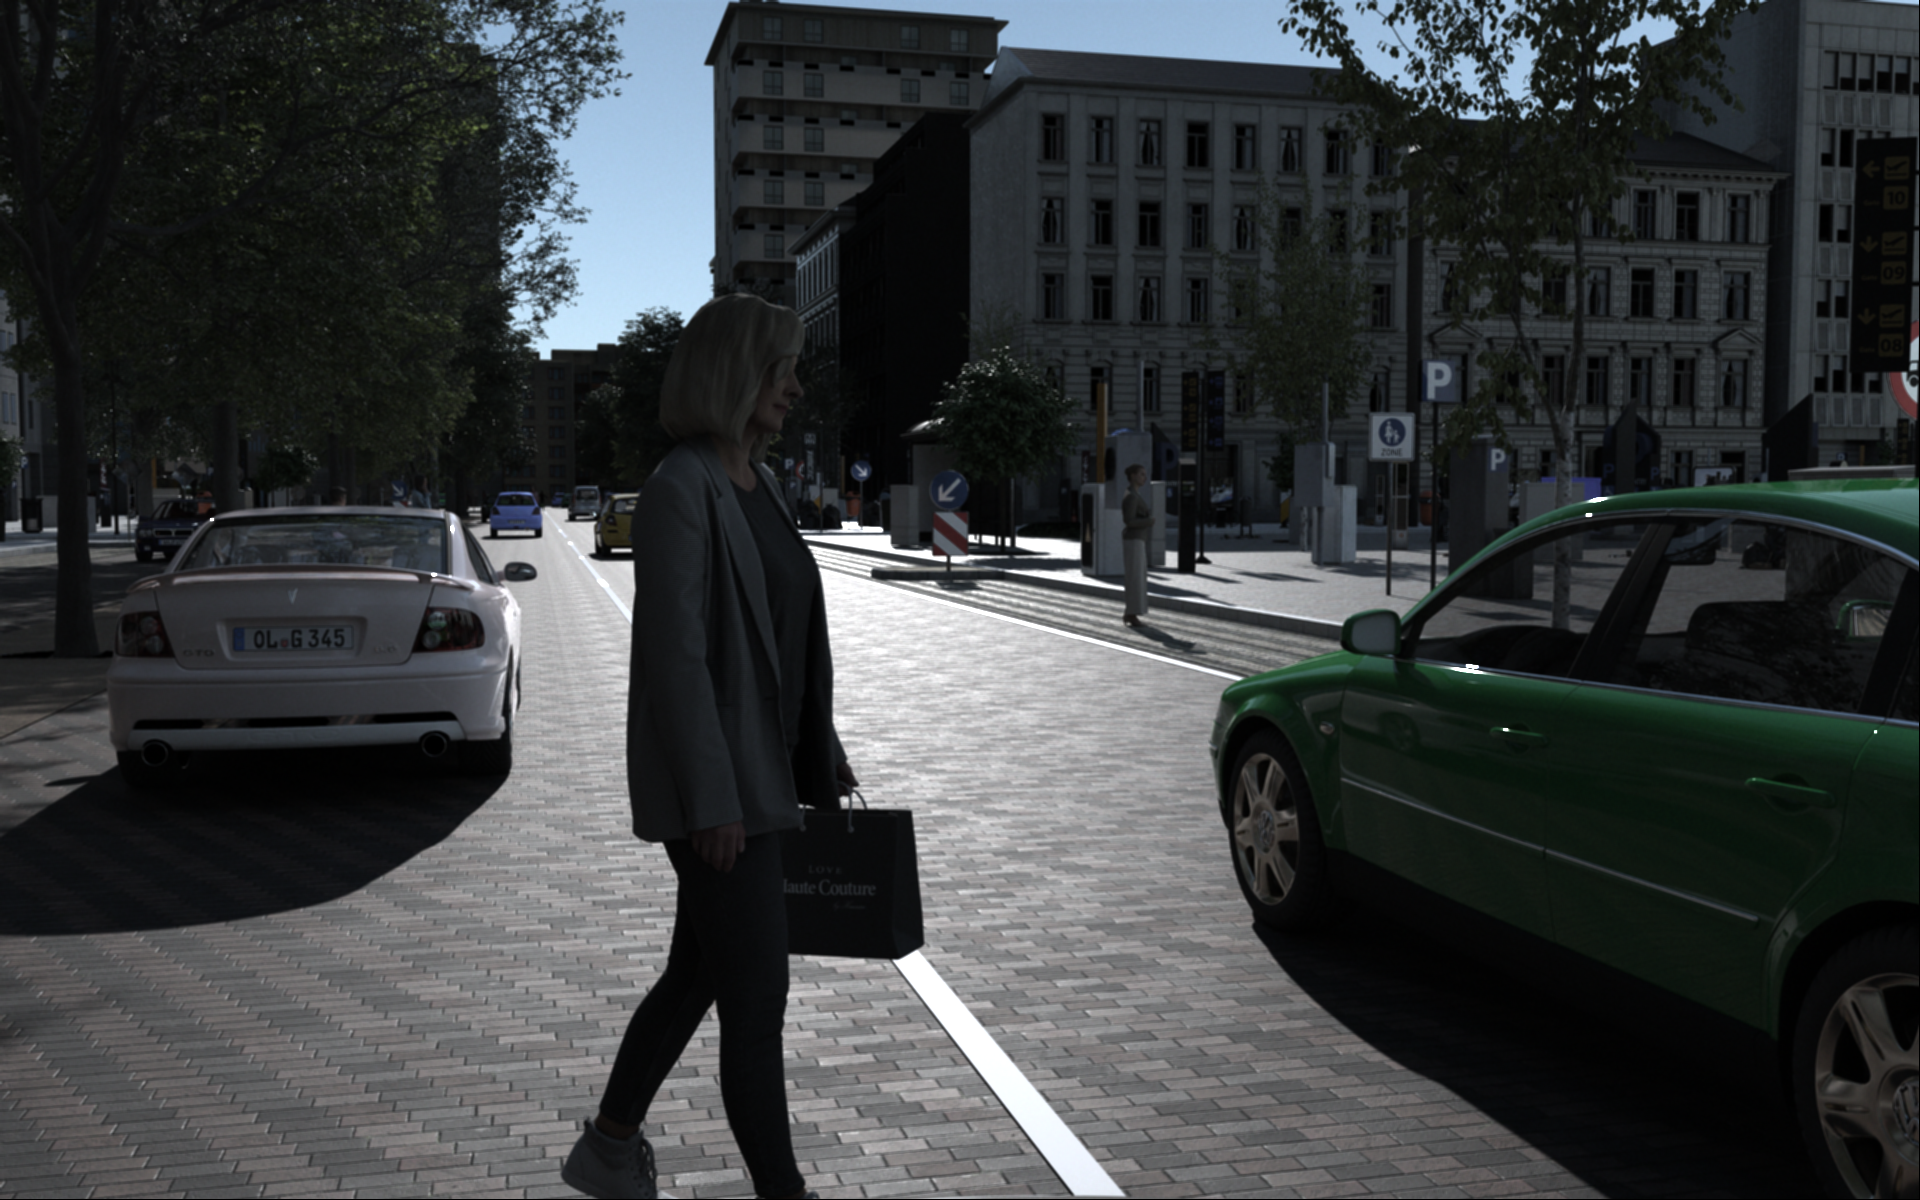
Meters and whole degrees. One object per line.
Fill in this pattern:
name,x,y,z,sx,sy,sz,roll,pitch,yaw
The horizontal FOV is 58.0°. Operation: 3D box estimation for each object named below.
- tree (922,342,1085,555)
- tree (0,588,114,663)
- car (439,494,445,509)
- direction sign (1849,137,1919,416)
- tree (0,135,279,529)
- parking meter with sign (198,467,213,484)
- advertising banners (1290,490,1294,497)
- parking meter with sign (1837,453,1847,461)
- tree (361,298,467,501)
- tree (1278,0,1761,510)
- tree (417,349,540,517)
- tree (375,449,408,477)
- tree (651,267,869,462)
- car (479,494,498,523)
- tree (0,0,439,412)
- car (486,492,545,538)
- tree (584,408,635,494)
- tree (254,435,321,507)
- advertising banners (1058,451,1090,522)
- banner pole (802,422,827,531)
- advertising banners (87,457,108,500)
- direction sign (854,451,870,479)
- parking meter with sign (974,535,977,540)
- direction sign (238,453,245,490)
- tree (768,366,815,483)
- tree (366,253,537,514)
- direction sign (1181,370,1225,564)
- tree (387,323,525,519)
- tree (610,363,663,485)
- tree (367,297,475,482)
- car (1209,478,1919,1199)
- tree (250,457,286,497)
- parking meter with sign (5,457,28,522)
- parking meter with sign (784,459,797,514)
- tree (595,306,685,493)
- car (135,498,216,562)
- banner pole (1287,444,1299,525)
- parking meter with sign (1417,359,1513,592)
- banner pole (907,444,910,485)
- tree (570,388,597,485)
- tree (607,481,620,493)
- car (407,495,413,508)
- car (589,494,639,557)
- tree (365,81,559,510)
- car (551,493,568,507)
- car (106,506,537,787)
tree,0.853,-3.269,37.157,4.285,4.588,4.351,0,3,0
tree,-7.672,-6.226,14.627,12.009,13.543,11.850,0,3,0
car,-44.321,-8.513,147.980,1.959,1.807,4.718,-1,4,-14
direction sign,6.151,-1.166,11.062,0.876,3.537,0.379,1,4,12
tree,-29.210,-9.504,62.054,9.857,13.997,8.962,0,3,0
parking meter with sign,-48.886,-7.076,111.945,0.543,3.016,1.738,1,4,12
advertising banners,12.296,-4.134,63.778,0.090,3.025,2.074,2,4,25
parking meter with sign,38.058,-4.718,73.394,1.738,3.016,0.543,-1,4,-12
tree,-18.587,-6.422,57.825,4.737,8.622,4.395,0,3,0
tree,5.183,-3.977,15.392,4.737,8.622,4.395,0,3,0
tree,-31.263,-11.562,108.509,9.611,12.733,9.660,0,3,0
tree,-59.857,-15.363,185.591,8.767,10.594,7.601,2,4,26
tree,-7.934,-8.342,70.801,8.767,10.594,7.601,-1,4,-16
car,-23.608,-4.823,88.645,2.009,1.686,4.222,-1,4,-14
tree,-10.386,-6.332,24.111,7.486,12.596,7.792,0,3,0
car,-14.972,-2.985,58.389,1.945,1.707,3.694,-1,4,-15
tree,-33.526,-14.544,172.199,8.767,10.594,7.601,1,4,22
tree,-36.429,-6.732,93.780,4.285,4.588,4.351,0,3,0
advertising banners,4.649,-4.545,70.499,0.090,3.025,2.074,-2,4,-33
banner pole,-5.031,-4.279,59.985,0.863,3.779,0.401,-1,4,-18
advertising banners,-40.420,-5.161,80.572,0.090,3.025,2.074,1,4,20
direction sign,-5.218,-6.117,92.006,0.876,3.537,0.379,-2,4,-25
parking meter with sign,-0.377,-3.186,48.345,1.738,3.016,0.543,-1,4,-9
direction sign,-39.294,-6.285,94.763,0.379,3.537,0.876,-3,5,-42
tree,-9.336,-7.789,77.717,4.360,8.622,3.978,0,3,0
tree,-26.279,-10.990,88.802,9.857,13.997,8.962,0,3,0
direction sign,4.477,-2.446,31.982,0.876,3.537,0.379,3,4,36
tree,-28.686,-10.448,99.030,9.928,11.665,9.643,0,3,0
tree,-26.534,-14.132,149.184,7.486,12.596,7.792,0,3,0
tree,-19.523,-6.701,62.374,4.360,8.622,3.978,0,3,0
car,2.195,0.259,4.564,1.959,1.807,4.718,-1,4,-15
tree,-35.975,-5.848,90.218,1.663,3.219,1.824,0,3,0
parking meter with sign,-44.384,-5.167,80.740,1.738,3.016,0.543,0,4,8
parking meter with sign,-8.188,-5.379,84.204,0.543,3.016,1.738,-1,4,-13
tree,-19.430,-12.866,117.010,9.857,13.997,8.962,0,3,0
car,-16.875,-1.559,38.069,1.945,1.354,3.894,-1,4,-13
banner pole,13.899,-5.019,72.084,0.401,3.779,0.863,3,5,41
parking meter with sign,6.532,-1.564,21.828,0.543,3.016,1.738,-2,4,-24
banner pole,-2.455,-5.828,85.304,0.401,3.779,0.863,0,4,3
tree,-39.934,-17.849,198.488,9.857,13.997,8.962,0,3,0
tree,-41.286,-12.977,206.768,1.663,3.219,1.824,0,3,0
car,-37.921,-6.671,121.438,2.083,1.381,4.827,-1,4,-14
car,-7.730,-1.885,41.044,2.015,1.641,3.980,-1,4,-15
tree,-24.634,-13.351,76.641,12.611,20.169,13.585,0,3,0
car,-43.652,-10.974,189.007,1.945,1.707,3.694,-1,4,-15
car,-3.515,0.144,10.007,2.083,1.381,4.827,-1,4,-13
